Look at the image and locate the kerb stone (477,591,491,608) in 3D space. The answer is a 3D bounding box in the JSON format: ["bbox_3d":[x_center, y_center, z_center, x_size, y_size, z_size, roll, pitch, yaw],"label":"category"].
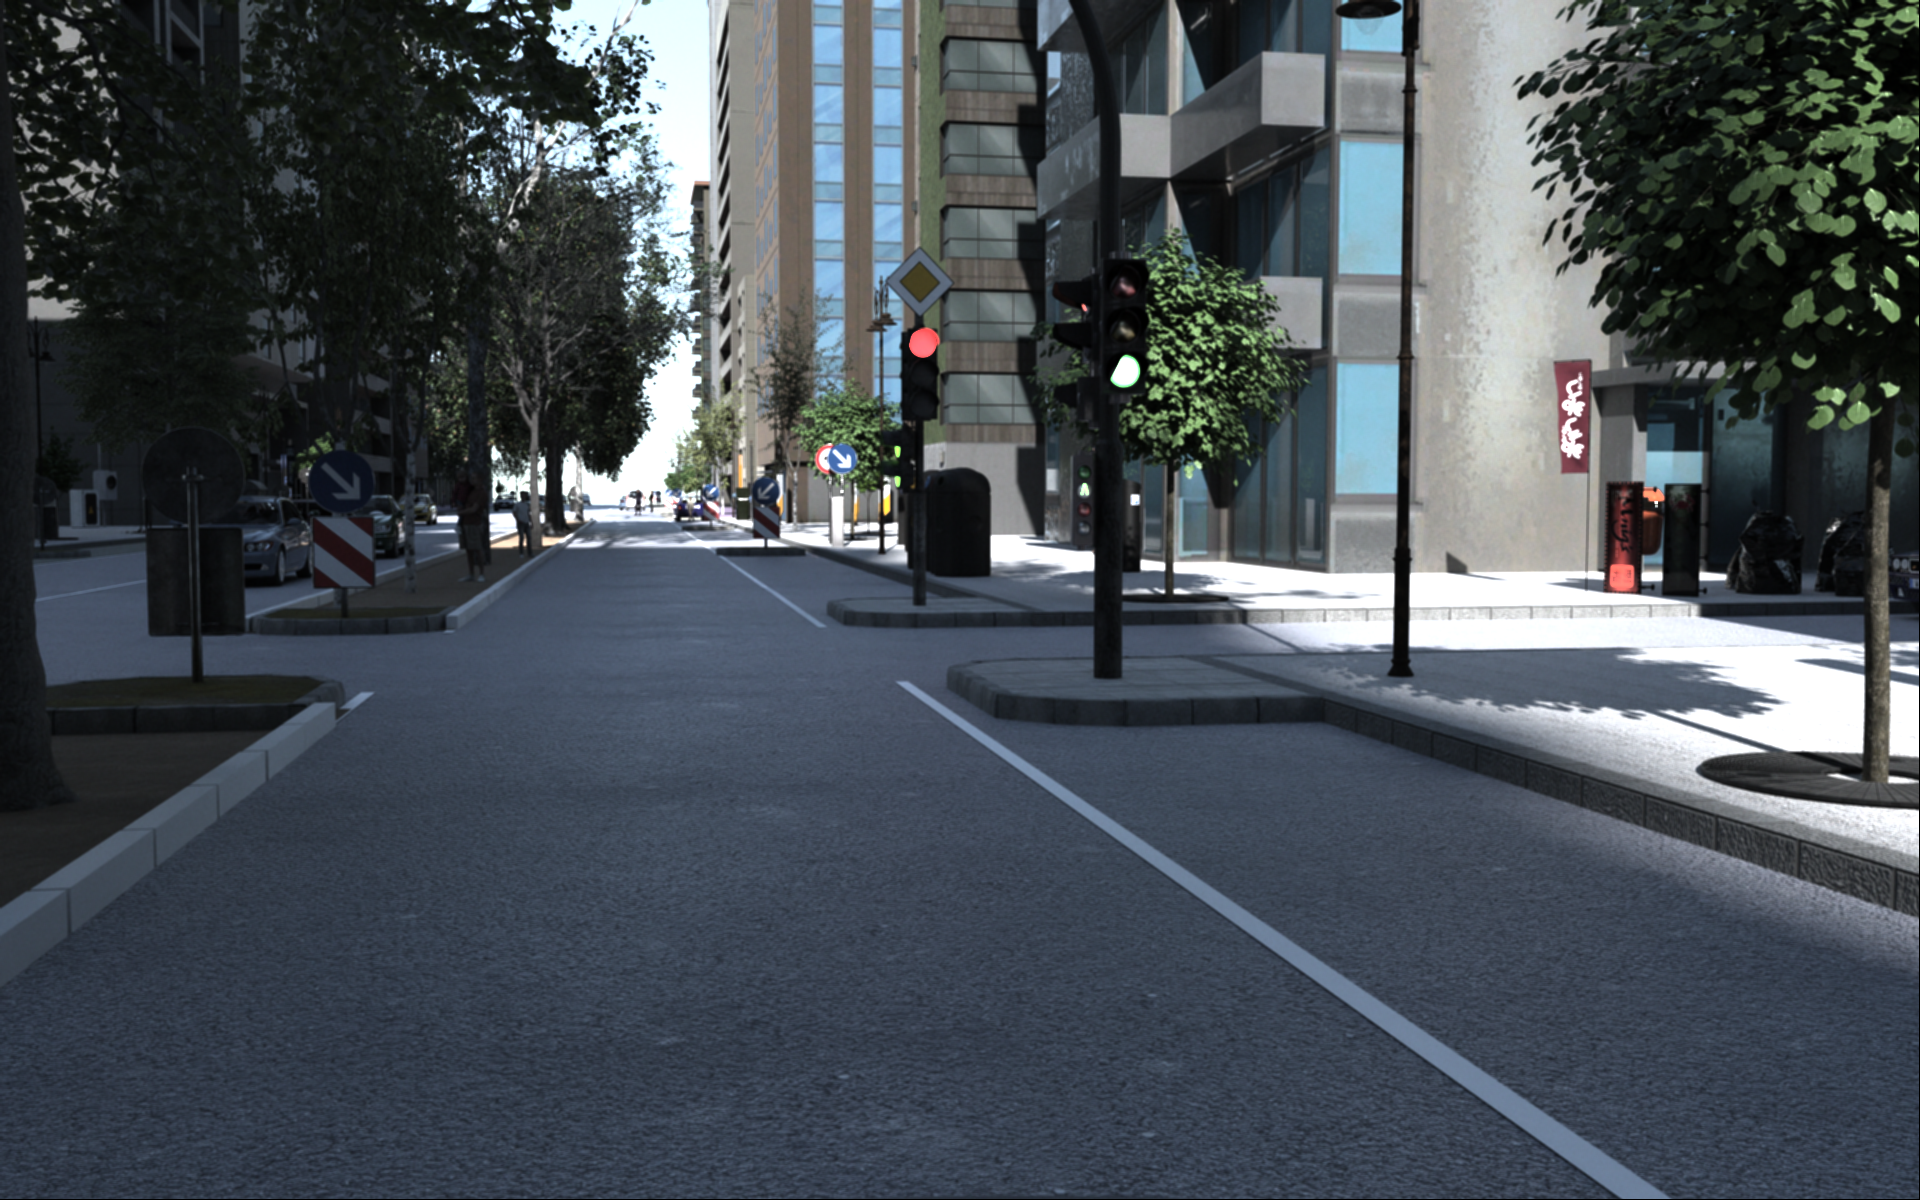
[{"bbox_3d":[-6.016,0.028,21.733,0.120,0.150,1.000,-1,4,-11],"label":"kerb stone"}]

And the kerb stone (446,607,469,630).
[{"bbox_3d":[-5.443,0.212,18.722,0.120,0.150,1.000,-1,4,-11],"label":"kerb stone"}]

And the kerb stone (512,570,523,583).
[{"bbox_3d":[-7.150,-0.342,27.782,0.120,0.150,1.000,-1,4,-11],"label":"kerb stone"}]

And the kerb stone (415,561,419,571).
[{"bbox_3d":[-9.998,-0.569,31.491,0.120,0.150,1.000,-1,4,-11],"label":"kerb stone"}]

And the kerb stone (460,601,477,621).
[{"bbox_3d":[-5.632,0.151,19.726,0.120,0.150,1.000,-1,4,-11],"label":"kerb stone"}]

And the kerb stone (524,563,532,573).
[{"bbox_3d":[-7.741,-0.526,30.801,0.120,0.150,1.000,-1,4,-11],"label":"kerb stone"}]

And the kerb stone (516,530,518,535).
[{"bbox_3d":[-15.163,-2.227,58.658,0.120,0.150,1.000,-1,4,-11],"label":"kerb stone"}]

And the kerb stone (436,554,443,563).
[{"bbox_3d":[-10.766,-0.814,35.518,0.120,0.150,1.000,-1,4,-11],"label":"kerb stone"}]

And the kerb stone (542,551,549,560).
[{"bbox_3d":[-8.875,-0.893,36.844,0.120,0.150,1.000,-1,4,-11],"label":"kerb stone"}]

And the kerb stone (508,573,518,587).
[{"bbox_3d":[-6.968,-0.280,26.770,0.120,0.150,1.000,-1,4,-11],"label":"kerb stone"}]

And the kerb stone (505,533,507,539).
[{"bbox_3d":[-14.200,-1.916,53.623,0.120,0.150,1.000,-1,4,-11],"label":"kerb stone"}]

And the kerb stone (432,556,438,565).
[{"bbox_3d":[-10.577,-0.752,34.504,0.120,0.150,1.000,-1,4,-11],"label":"kerb stone"}]

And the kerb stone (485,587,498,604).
[{"bbox_3d":[-6.204,-0.034,22.747,0.120,0.150,1.000,-1,4,-11],"label":"kerb stone"}]

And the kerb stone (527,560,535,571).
[{"bbox_3d":[-7.933,-0.587,31.805,0.120,0.150,1.000,-1,4,-11],"label":"kerb stone"}]

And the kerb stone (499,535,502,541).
[{"bbox_3d":[-13.821,-1.799,51.614,0.120,0.150,1.000,-1,4,-11],"label":"kerb stone"}]

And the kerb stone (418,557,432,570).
[{"bbox_3d":[-10.382,-0.691,33.500,0.120,0.150,1.000,-1,4,-11],"label":"kerb stone"}]

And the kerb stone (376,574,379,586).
[{"bbox_3d":[-9.045,-0.261,26.460,0.120,0.150,1.000,-1,4,-11],"label":"kerb stone"}]

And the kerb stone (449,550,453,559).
[{"bbox_3d":[-11.150,-0.935,37.530,0.120,0.150,1.000,-1,4,-11],"label":"kerb stone"}]

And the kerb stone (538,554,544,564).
[{"bbox_3d":[-8.500,-0.773,34.829,0.120,0.150,1.000,-1,4,-11],"label":"kerb stone"}]

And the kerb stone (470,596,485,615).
[{"bbox_3d":[-5.822,0.093,20.730,0.120,0.150,1.000,-1,4,-11],"label":"kerb stone"}]

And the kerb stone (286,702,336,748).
[{"bbox_3d":[-3.812,0.736,10.164,0.120,0.150,1.000,-1,4,-11],"label":"kerb stone"}]

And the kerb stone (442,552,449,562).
[{"bbox_3d":[-10.952,-0.876,36.523,0.120,0.150,1.000,-1,4,-11],"label":"kerb stone"}]

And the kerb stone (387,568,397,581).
[{"bbox_3d":[-9.423,-0.384,28.469,0.120,0.150,1.000,-1,4,-11],"label":"kerb stone"}]

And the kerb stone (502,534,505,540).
[{"bbox_3d":[-14.012,-1.861,52.618,0.120,0.150,1.000,-1,4,-11],"label":"kerb stone"}]

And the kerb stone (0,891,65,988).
[{"bbox_3d":[-2.862,1.045,5.116,0.120,0.150,1.000,-1,4,-11],"label":"kerb stone"}]

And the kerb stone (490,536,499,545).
[{"bbox_3d":[-13.632,-1.738,50.610,0.120,0.150,1.000,-1,4,-11],"label":"kerb stone"}]

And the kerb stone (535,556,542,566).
[{"bbox_3d":[-8.309,-0.711,33.818,0.120,0.150,1.000,-1,4,-11],"label":"kerb stone"}]

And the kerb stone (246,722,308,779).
[{"bbox_3d":[-3.619,0.798,9.160,0.120,0.150,1.000,-1,4,-11],"label":"kerb stone"}]

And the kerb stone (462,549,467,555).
[{"bbox_3d":[-11.721,-1.121,40.555,0.120,0.150,1.000,-1,4,-11],"label":"kerb stone"}]

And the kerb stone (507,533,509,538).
[{"bbox_3d":[-14.392,-1.984,54.627,0.120,0.150,1.000,-1,4,-11],"label":"kerb stone"}]

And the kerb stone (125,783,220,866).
[{"bbox_3d":[-3.239,0.921,7.129,0.120,0.150,1.000,-1,4,-11],"label":"kerb stone"}]

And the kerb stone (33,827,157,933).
[{"bbox_3d":[-3.050,0.983,6.124,0.120,0.150,1.000,-1,4,-11],"label":"kerb stone"}]

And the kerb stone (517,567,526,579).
[{"bbox_3d":[-7.351,-0.403,28.785,0.120,0.150,1.000,-1,4,-11],"label":"kerb stone"}]

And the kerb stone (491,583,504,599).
[{"bbox_3d":[-6.387,-0.095,23.752,0.120,0.150,1.000,-1,4,-11],"label":"kerb stone"}]

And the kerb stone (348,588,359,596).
[{"bbox_3d":[-8.666,-0.137,24.441,0.120,0.150,1.000,-1,4,-11],"label":"kerb stone"}]

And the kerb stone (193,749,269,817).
[{"bbox_3d":[-3.431,0.860,8.142,0.120,0.150,1.000,-1,4,-11],"label":"kerb stone"}]

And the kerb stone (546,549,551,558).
[{"bbox_3d":[-9.073,-0.958,37.852,0.120,0.150,1.000,-1,4,-11],"label":"kerb stone"}]

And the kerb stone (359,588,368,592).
[{"bbox_3d":[-8.845,-0.199,25.452,0.120,0.150,1.000,-1,4,-11],"label":"kerb stone"}]

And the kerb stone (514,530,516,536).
[{"bbox_3d":[-14.963,-2.169,57.655,0.120,0.150,1.000,-1,4,-11],"label":"kerb stone"}]

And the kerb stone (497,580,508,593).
[{"bbox_3d":[-6.589,-0.156,24.754,0.120,0.150,1.000,-1,4,-11],"label":"kerb stone"}]

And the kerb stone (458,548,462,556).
[{"bbox_3d":[-11.537,-1.061,39.544,0.120,0.150,1.000,-1,4,-11],"label":"kerb stone"}]

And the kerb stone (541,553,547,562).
[{"bbox_3d":[-8.691,-0.832,35.839,0.120,0.150,1.000,-1,4,-11],"label":"kerb stone"}]

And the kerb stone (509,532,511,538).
[{"bbox_3d":[-14.590,-2.041,55.641,0.120,0.150,1.000,-1,4,-11],"label":"kerb stone"}]

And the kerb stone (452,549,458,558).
[{"bbox_3d":[-11.339,-0.997,38.542,0.120,0.150,1.000,-1,4,-11],"label":"kerb stone"}]

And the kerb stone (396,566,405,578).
[{"bbox_3d":[-9.625,-0.444,29.481,0.120,0.150,1.000,-1,4,-11],"label":"kerb stone"}]

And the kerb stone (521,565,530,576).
[{"bbox_3d":[-7.542,-0.459,29.799,0.120,0.150,1.000,-1,4,-11],"label":"kerb stone"}]

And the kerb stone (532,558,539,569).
[{"bbox_3d":[-8.119,-0.649,32.813,0.120,0.150,1.000,-1,4,-11],"label":"kerb stone"}]

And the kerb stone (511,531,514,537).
[{"bbox_3d":[-14.777,-2.107,56.650,0.120,0.150,1.000,-1,4,-11],"label":"kerb stone"}]

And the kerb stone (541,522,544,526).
[{"bbox_3d":[-19.361,-3.584,80.801,0.120,0.150,1.000,-1,4,-11],"label":"kerb stone"}]

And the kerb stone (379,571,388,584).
[{"bbox_3d":[-9.240,-0.321,27.464,0.120,0.150,1.000,-1,4,-11],"label":"kerb stone"}]

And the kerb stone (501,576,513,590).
[{"bbox_3d":[-6.777,-0.218,25.759,0.120,0.150,1.000,-1,4,-11],"label":"kerb stone"}]
